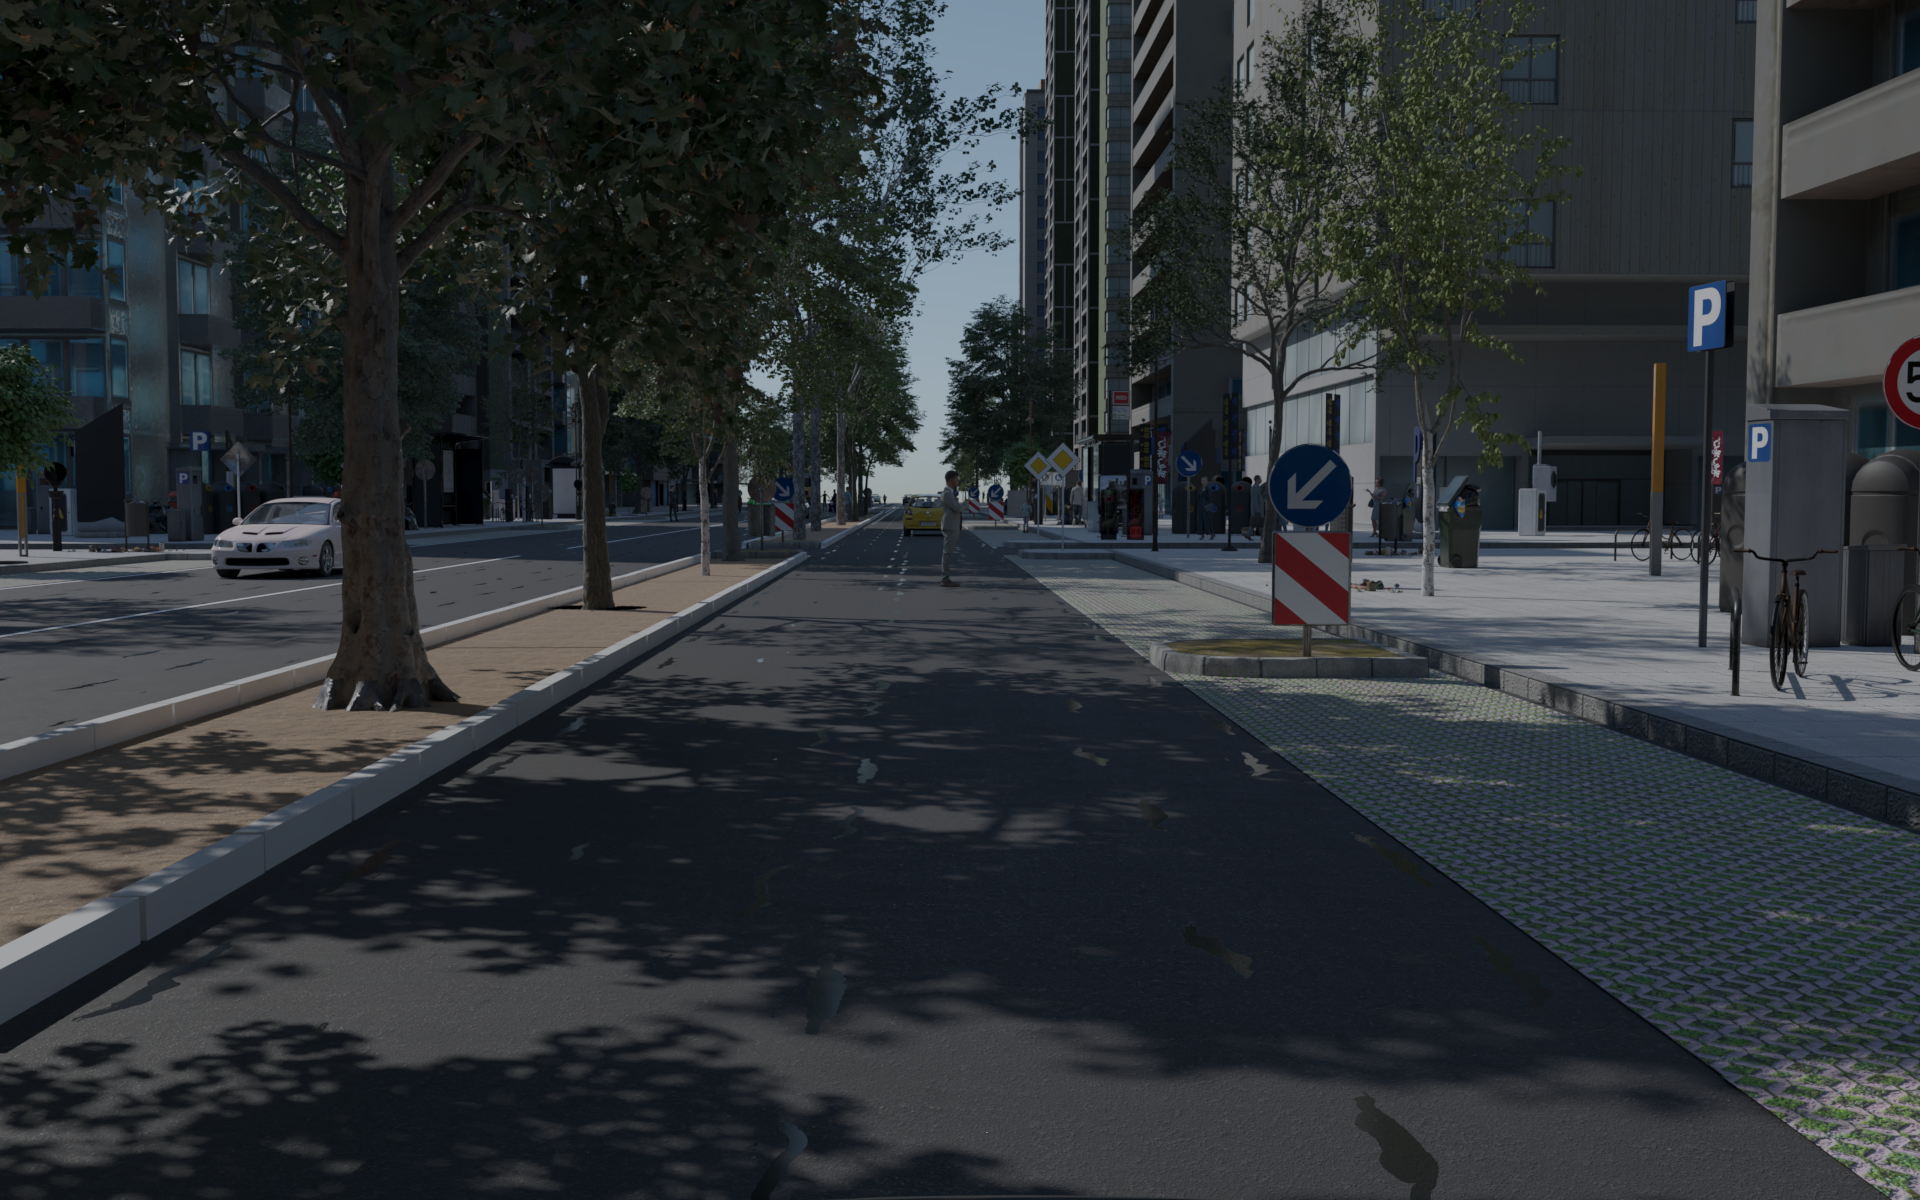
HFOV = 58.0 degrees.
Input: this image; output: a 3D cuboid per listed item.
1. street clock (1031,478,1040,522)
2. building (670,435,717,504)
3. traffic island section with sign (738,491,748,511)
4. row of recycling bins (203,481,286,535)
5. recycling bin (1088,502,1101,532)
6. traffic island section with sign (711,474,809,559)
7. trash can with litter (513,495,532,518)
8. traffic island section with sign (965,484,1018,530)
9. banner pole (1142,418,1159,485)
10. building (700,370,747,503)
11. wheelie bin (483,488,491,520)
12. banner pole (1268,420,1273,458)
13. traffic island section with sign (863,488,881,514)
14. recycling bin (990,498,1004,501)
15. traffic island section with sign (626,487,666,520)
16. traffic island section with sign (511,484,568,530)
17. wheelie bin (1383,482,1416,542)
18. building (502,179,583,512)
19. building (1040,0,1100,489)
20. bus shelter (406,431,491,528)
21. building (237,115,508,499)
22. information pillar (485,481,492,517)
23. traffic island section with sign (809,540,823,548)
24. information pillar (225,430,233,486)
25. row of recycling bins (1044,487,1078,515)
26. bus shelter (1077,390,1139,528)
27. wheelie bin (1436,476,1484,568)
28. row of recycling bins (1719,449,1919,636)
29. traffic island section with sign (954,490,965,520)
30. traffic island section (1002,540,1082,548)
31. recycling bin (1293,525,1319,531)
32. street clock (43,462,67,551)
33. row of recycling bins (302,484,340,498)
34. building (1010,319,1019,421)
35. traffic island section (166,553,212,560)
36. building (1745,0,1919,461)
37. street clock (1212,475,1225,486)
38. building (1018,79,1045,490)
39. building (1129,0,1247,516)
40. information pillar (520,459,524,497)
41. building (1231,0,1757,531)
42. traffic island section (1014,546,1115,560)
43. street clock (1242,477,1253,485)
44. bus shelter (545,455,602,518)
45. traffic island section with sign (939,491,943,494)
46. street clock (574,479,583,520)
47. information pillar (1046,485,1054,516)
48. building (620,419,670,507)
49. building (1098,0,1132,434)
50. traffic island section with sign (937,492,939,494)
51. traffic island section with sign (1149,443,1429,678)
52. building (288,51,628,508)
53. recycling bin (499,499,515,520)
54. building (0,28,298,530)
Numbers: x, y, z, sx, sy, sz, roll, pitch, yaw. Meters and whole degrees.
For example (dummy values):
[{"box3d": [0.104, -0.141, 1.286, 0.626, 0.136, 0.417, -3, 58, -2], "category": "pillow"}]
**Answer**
[{"box3d": [3.476, -4.572, 79.320, 0.358, 2.002, 0.471, 2, 4, 31], "category": "street clock"}, {"box3d": [-47.062, -39.026, 227.321, 28.713, 52.752, 27.495, 0, 4, -1], "category": "building"}, {"box3d": [-18.676, -8.421, 146.310, 1.989, 1.847, 2.006, 0, 4, -1], "category": "traffic island section with sign"}, {"box3d": [-23.523, -2.998, 56.135, 1.069, 1.692, 3.534, 2, 4, 33], "category": "row of recycling bins"}, {"box3d": [4.726, -2.794, 58.232, 0.722, 1.027, 0.722, -1, 4, -11], "category": "recycling bin"}, {"box3d": [-4.538, -1.895, 39.118, 2.006, 1.907, 1.989, 0, 4, -1], "category": "traffic island section with sign"}, {"box3d": [-23.158, -4.901, 91.182, 2.233, 1.210, 1.678, 2, 4, 28], "category": "trash can with litter"}, {"box3d": [1.304, -3.731, 69.634, 1.989, 1.847, 2.006, 0, 4, -1], "category": "traffic island section with sign"}, {"box3d": [6.215, -4.098, 57.021, 0.863, 3.779, 0.401, 3, 5, 44], "category": "banner pole"}, {"box3d": [-43.283, -36.769, 255.792, 22.147, 44.769, 28.867, 0, 4, -1], "category": "building"}, {"box3d": [-23.703, -4.794, 86.288, 0.693, 1.594, 0.980, -1, 4, -13], "category": "wheelie bin"}, {"box3d": [10.472, -4.184, 58.420, 0.401, 3.779, 0.863, 0, 4, 4], "category": "banner pole"}, {"box3d": [-6.519, -6.942, 121.640, 2.006, 1.907, 1.989, 0, 4, -1], "category": "traffic island section with sign"}, {"box3d": [2.434, -6.264, 114.963, 0.722, 1.027, 0.722, 2, 4, 26], "category": "recycling bin"}, {"box3d": [-17.468, -5.371, 96.437, 1.989, 1.847, 2.006, 0, 4, -1], "category": "traffic island section with sign"}, {"box3d": [-16.828, -3.722, 69.490, 1.989, 1.847, 2.006, 0, 4, -1], "category": "traffic island section with sign"}, {"box3d": [11.871, -2.379, 46.810, 0.693, 1.594, 0.980, -3, 4, -38], "category": "wheelie bin"}, {"box3d": [-40.039, -42.346, 130.616, 20.563, 71.187, 20.611, 0, 4, -1], "category": "building"}, {"box3d": [19.867, -48.280, 227.626, 20.563, 71.187, 20.611, 0, 4, -1], "category": "building"}, {"box3d": [-19.992, -4.690, 67.961, 1.731, 3.624, 6.357, 0, 4, -1], "category": "bus shelter"}, {"box3d": [-37.349, -20.629, 108.989, 14.160, 30.474, 14.107, 0, 4, -1], "category": "building"}, {"box3d": [-26.893, -5.770, 98.834, 0.304, 2.012, 0.304, -1, 4, -8], "category": "information pillar"}, {"box3d": [-4.707, -2.348, 46.524, 2.006, 1.907, 1.989, 0, 4, -1], "category": "traffic island section with sign"}, {"box3d": [-26.771, -4.412, 63.492, 0.183, 3.616, 0.504, 0, 4, -5], "category": "information pillar"}, {"box3d": [6.477, -6.000, 105.211, 3.534, 1.692, 1.069, 3, 4, 39], "category": "row of recycling bins"}, {"box3d": [5.594, -5.323, 64.662, 2.179, 5.291, 8.768, 0, 4, -2], "category": "bus shelter"}, {"box3d": [8.714, -1.362, 30.174, 0.693, 1.594, 0.980, 0, 4, -4], "category": "wheelie bin"}, {"box3d": [8.663, -0.627, 17.360, 1.069, 1.692, 3.534, 0, 4, 0], "category": "row of recycling bins"}, {"box3d": [0.654, -5.379, 96.581, 1.989, 1.847, 2.006, 0, 4, -1], "category": "traffic island section with sign"}, {"box3d": [2.167, -1.514, 47.027, 2.009, 0.180, 2.903, 0, 4, -1], "category": "traffic island section"}, {"box3d": [10.877, -2.560, 54.404, 0.722, 1.027, 0.722, 1, 4, 20], "category": "recycling bin"}, {"box3d": [-20.283, -2.097, 38.864, 0.471, 2.002, 0.358, -2, 4, -30], "category": "street clock"}, {"box3d": [-27.431, -4.168, 75.261, 1.069, 1.692, 3.534, 1, 4, 10], "category": "row of recycling bins"}, {"box3d": [14.871, -30.782, 274.984, 14.160, 30.474, 14.107, 0, 4, -1], "category": "building"}, {"box3d": [-16.077, -0.999, 38.608, 2.009, 0.180, 2.903, 0, 4, -1], "category": "traffic island section"}, {"box3d": [23.978, -24.072, 17.283, 21.300, 48.544, 21.600, 0, 4, -1], "category": "building"}, {"box3d": [9.967, -3.809, 66.846, 0.471, 2.002, 0.358, -2, 4, -34], "category": "street clock"}, {"box3d": [19.080, -43.493, 253.103, 21.231, 58.520, 28.212, 0, 4, -1], "category": "building"}, {"box3d": [22.885, -29.813, 111.137, 21.300, 48.544, 21.600, 0, 4, -1], "category": "building"}, {"box3d": [-27.775, -7.249, 109.876, 0.183, 3.616, 0.504, -2, 4, -31], "category": "information pillar"}, {"box3d": [26.499, -29.435, 70.493, 27.495, 52.752, 28.713, 0, 4, -1], "category": "building"}, {"box3d": [2.359, -1.025, 39.044, 2.009, 0.180, 2.903, 0, 4, -1], "category": "traffic island section"}, {"box3d": [11.820, -4.091, 71.454, 0.471, 2.002, 0.358, 1, 4, 8], "category": "street clock"}, {"box3d": [-20.803, -6.088, 93.461, 2.014, 3.302, 5.546, 0, 4, -1], "category": "bus shelter"}, {"box3d": [-0.538, -8.418, 146.264, 1.989, 1.847, 2.006, 0, 4, -1], "category": "traffic island section with sign"}, {"box3d": [-18.824, -4.956, 85.594, 0.471, 2.002, 0.358, 1, 4, 18], "category": "street clock"}, {"box3d": [5.313, -6.805, 102.621, 0.183, 3.616, 0.504, -3, 4, -38], "category": "information pillar"}, {"box3d": [-37.776, -32.363, 179.245, 14.600, 45.320, 14.200, 0, 4, -1], "category": "building"}, {"box3d": [17.842, -27.732, 137.016, 14.154, 41.232, 14.086, 0, 4, -1], "category": "building"}, {"box3d": [-1.195, -10.066, 173.211, 1.989, 1.847, 2.006, 0, 4, -1], "category": "traffic island section with sign"}, {"box3d": [2.620, -0.349, 14.338, 1.989, 1.847, 2.006, 0, 4, -1], "category": "traffic island section with sign"}, {"box3d": [-42.796, -32.851, 156.719, 23.786, 49.044, 30.456, 0, 4, -1], "category": "building"}, {"box3d": [-22.333, -4.458, 85.445, 0.722, 1.027, 0.722, -1, 4, -14], "category": "recycling bin"}, {"box3d": [-40.131, -27.735, 73.080, 23.786, 49.044, 30.456, 0, 4, -1], "category": "building"}]
